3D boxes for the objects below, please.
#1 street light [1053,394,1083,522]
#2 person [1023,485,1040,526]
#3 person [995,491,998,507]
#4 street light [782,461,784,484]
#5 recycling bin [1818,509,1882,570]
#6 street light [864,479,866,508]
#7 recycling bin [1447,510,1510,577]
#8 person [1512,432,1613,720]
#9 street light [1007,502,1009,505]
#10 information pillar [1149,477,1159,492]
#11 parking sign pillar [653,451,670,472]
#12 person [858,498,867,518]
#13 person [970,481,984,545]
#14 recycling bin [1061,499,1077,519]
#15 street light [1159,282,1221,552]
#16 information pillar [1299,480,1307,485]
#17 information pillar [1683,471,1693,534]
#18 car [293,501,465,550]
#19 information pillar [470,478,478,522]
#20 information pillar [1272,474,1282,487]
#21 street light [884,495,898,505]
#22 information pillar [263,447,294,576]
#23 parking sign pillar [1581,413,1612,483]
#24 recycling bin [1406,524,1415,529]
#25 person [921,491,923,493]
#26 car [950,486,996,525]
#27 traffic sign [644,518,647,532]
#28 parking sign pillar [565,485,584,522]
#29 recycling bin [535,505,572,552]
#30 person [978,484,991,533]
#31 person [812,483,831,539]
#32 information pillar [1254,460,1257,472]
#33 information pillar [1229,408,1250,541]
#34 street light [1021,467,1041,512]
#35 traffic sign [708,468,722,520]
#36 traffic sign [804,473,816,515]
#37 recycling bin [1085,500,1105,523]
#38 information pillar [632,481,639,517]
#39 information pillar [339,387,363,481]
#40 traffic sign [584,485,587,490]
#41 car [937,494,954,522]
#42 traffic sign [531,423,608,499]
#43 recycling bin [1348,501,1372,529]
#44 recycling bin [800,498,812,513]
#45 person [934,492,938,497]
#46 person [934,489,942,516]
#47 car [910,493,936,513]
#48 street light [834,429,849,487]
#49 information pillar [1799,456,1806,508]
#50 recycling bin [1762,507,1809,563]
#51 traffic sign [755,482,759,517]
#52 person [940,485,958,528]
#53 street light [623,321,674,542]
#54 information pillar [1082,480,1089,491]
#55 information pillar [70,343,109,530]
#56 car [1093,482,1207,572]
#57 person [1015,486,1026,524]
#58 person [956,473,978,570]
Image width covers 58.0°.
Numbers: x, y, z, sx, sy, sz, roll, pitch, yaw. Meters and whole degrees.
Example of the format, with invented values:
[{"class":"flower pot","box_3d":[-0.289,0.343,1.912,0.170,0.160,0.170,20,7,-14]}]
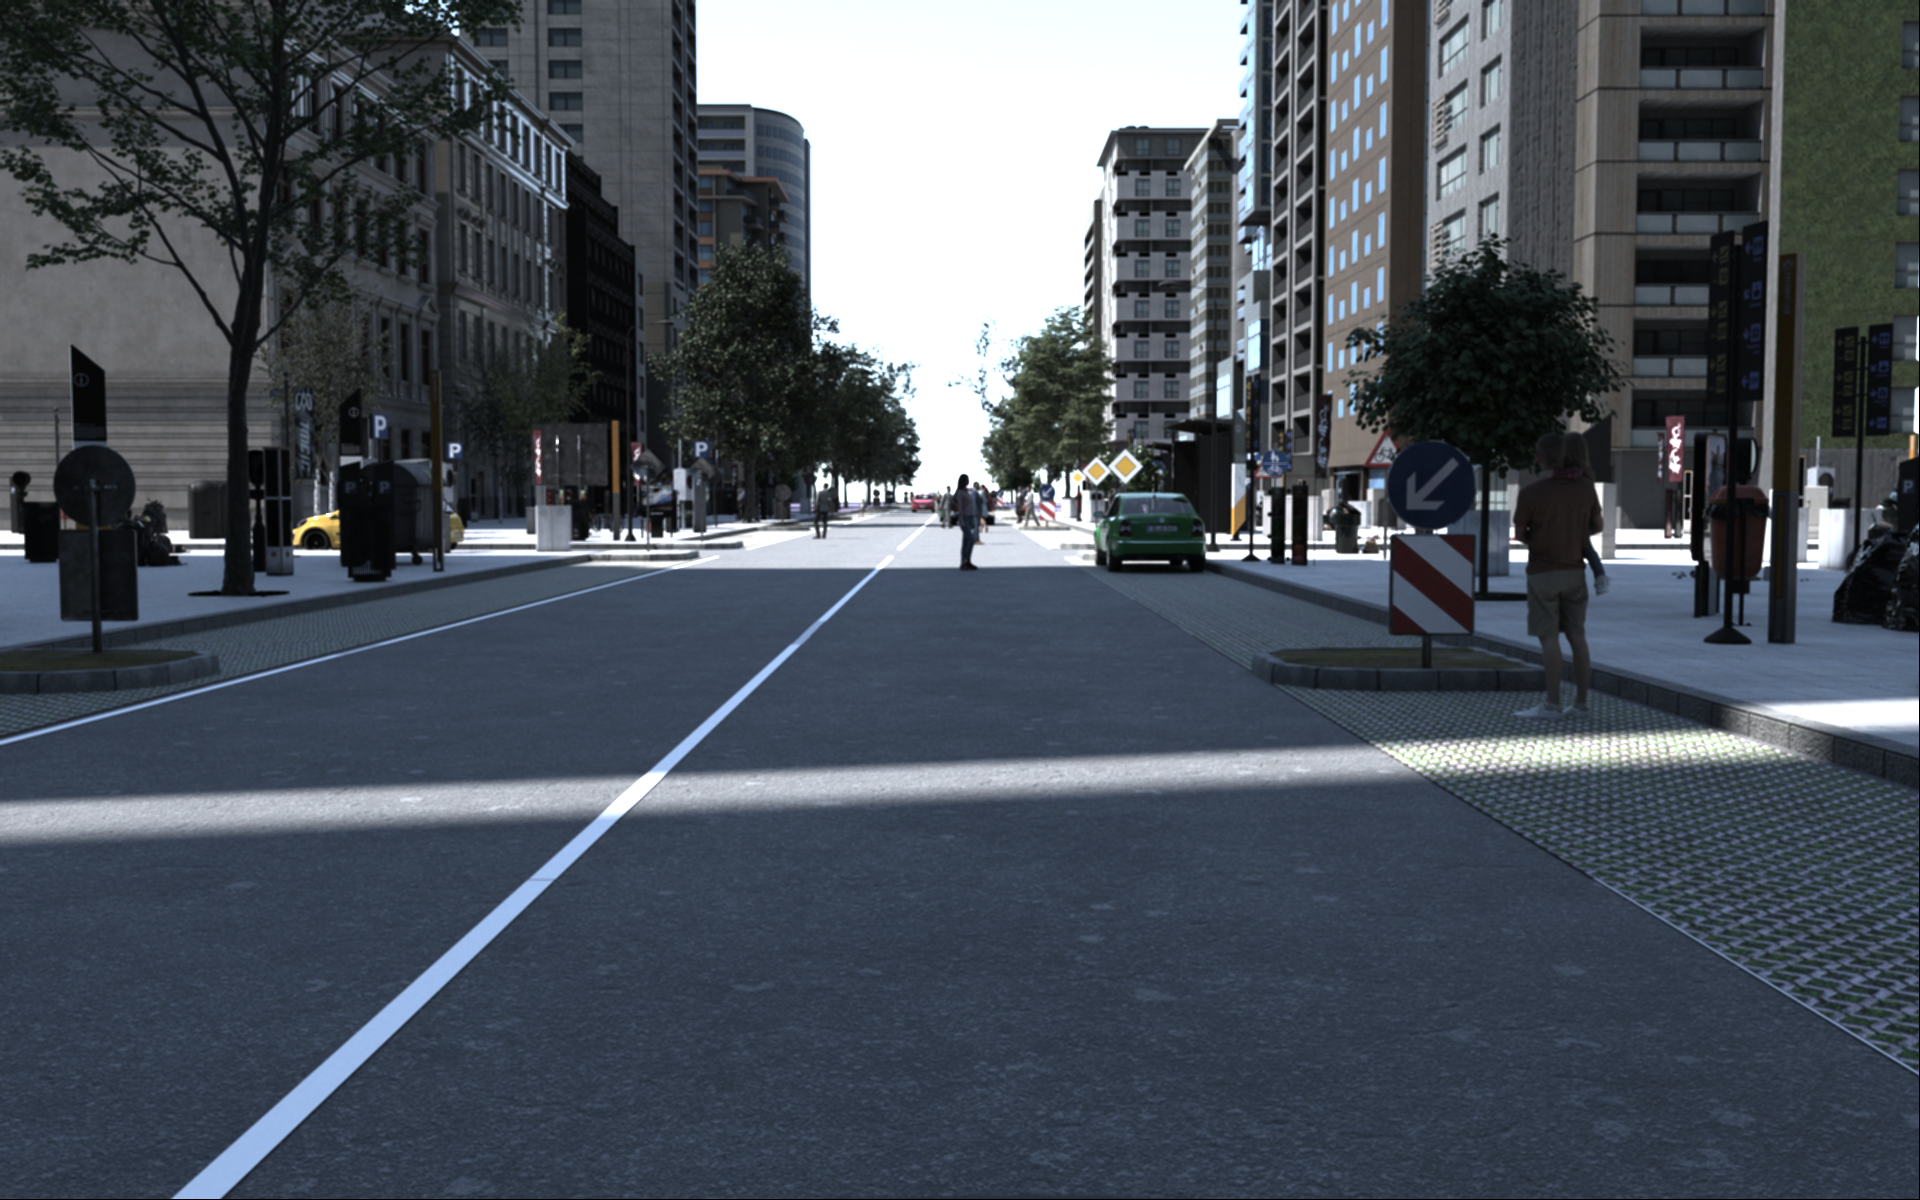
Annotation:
[{"class":"street light","box_3d":[4.988,-6.588,80.253,1.470,5.913,1.316,0,3,0]},{"class":"person","box_3d":[2.944,-3.864,71.953,0.850,1.792,0.678,-1,4,-9]},{"class":"person","box_3d":[3.698,-10.425,179.626,1.217,1.739,0.721,-2,4,-24]},{"class":"street light","box_3d":[-8.331,-6.991,86.840,1.470,5.913,1.316,0,3,0]},{"class":"recycling bin","box_3d":[15.210,-1.043,29.603,0.722,1.027,0.722,0,4,-5]},{"class":"street light","box_3d":[-8.381,-11.634,162.751,1.470,5.913,1.316,0,3,0]},{"class":"recycling bin","box_3d":[8.161,-0.900,27.277,0.722,1.027,0.722,-3,5,-39]},{"class":"person","box_3d":[3.840,-0.156,11.031,0.573,1.828,0.580,2,4,31]},{"class":"street light","box_3d":[5.050,-11.306,157.391,1.470,5.913,1.316,0,3,0]},{"class":"information pillar","box_3d":[6.602,-3.354,59.332,0.304,2.012,0.304,-3,5,-44]},{"class":"parking sign pillar","box_3d":[-18.673,-7.345,108.566,1.447,3.967,1.447,2,4,29]},{"class":"person","box_3d":[-5.800,-5.497,103.397,0.505,1.210,0.382,-2,4,-26]},{"class":"person","box_3d":[0.463,-2.494,49.453,0.419,1.800,0.721,0,4,-5]},{"class":"recycling bin","box_3d":[5.817,-4.802,91.068,0.722,1.027,0.722,-3,5,-40]},{"class":"street light","box_3d":[5.041,-4.005,38.023,1.470,5.913,1.316,0,3,0]},{"class":"information pillar","box_3d":[17.884,-5.259,90.475,0.304,2.012,0.304,-1,4,-22]},{"class":"information pillar","box_3d":[23.324,-3.106,55.276,0.304,2.012,0.304,-2,4,-27]},{"class":"car","box_3d":[-14.047,-1.929,41.771,3.980,1.641,2.015,0,4,2]},{"class":"information pillar","box_3d":[-22.262,-4.580,79.372,0.304,2.012,0.304,-1,4,-9]},{"class":"information pillar","box_3d":[15.516,-5.705,84.625,0.504,3.616,0.183,-1,4,-10]},{"class":"street light","box_3d":[-8.370,-14.263,205.747,1.470,5.913,1.316,0,3,0]},{"class":"information pillar","box_3d":[-10.719,-1.391,27.241,0.304,2.012,0.304,1,4,15]},{"class":"parking sign pillar","box_3d":[20.989,-4.237,57.748,1.447,3.967,1.447,-1,4,-12]},{"class":"recycling bin","box_3d":[16.577,-3.153,64.109,0.722,1.027,0.722,2,4,23]},{"class":"person","box_3d":[-5.455,-14.620,247.552,0.705,1.822,1.348,-1,4,-9]},{"class":"car","box_3d":[0.551,-4.425,81.023,2.281,1.827,5.304,0,4,-1]},{"class":"traffic sign","box_3d":[-10.683,-3.587,58.748,0.768,2.556,0.104,0,4,2]},{"class":"parking sign pillar","box_3d":[-17.514,-5.521,78.747,1.447,3.967,1.447,1,4,12]},{"class":"recycling bin","box_3d":[-9.062,-1.596,38.655,0.722,1.027,0.722,0,4,-7]},{"class":"person","box_3d":[0.902,-3.408,64.308,0.616,1.811,0.778,-2,4,-28]},{"class":"person","box_3d":[-4.451,-2.874,55.671,0.592,1.802,0.473,-1,4,-21]},{"class":"information pillar","box_3d":[13.064,-5.275,77.593,0.504,3.616,0.183,2,4,25]},{"class":"information pillar","box_3d":[7.582,-3.411,47.130,0.504,3.616,0.183,-3,4,-38]},{"class":"street light","box_3d":[5.042,-9.073,120.890,1.470,5.913,1.316,0,3,0]},{"class":"traffic sign","box_3d":[-12.007,-5.161,84.483,0.768,2.556,0.104,0,4,8]},{"class":"traffic sign","box_3d":[-9.014,-6.357,104.042,0.768,2.556,0.104,0,4,4]},{"class":"recycling bin","box_3d":[5.961,-3.906,76.412,0.722,1.027,0.722,-1,4,-14]},{"class":"information pillar","box_3d":[-18.144,-5.648,96.838,0.304,2.012,0.304,0,4,-2]},{"class":"information pillar","box_3d":[-13.304,-2.848,37.927,0.504,3.616,0.183,0,4,2]},{"class":"traffic sign","box_3d":[-11.910,-3.362,55.072,0.768,2.556,0.104,0,4,6]},{"class":"car","box_3d":[-0.147,-4.813,90.489,2.131,1.459,4.920,0,4,-1]},{"class":"traffic sign","box_3d":[-11.268,-3.428,49.920,2.265,3.308,0.079,0,4,6]},{"class":"recycling bin","box_3d":[14.576,-3.094,63.140,0.722,1.027,0.722,2,4,26]},{"class":"recycling bin","box_3d":[-10.216,-6.249,114.730,0.722,1.027,0.722,0,4,-1]},{"class":"person","box_3d":[-2.967,-13.558,230.997,1.217,1.723,0.721,0,4,-6]},{"class":"person","box_3d":[-1.387,-6.298,112.018,0.519,1.759,0.362,0,4,-7]},{"class":"car","box_3d":[-2.812,-7.744,135.657,2.155,1.783,4.494,0,4,2]},{"class":"street light","box_3d":[-8.331,-9.168,122.445,1.470,5.913,1.316,0,3,0]},{"class":"information pillar","box_3d":[16.068,-1.769,33.416,0.304,2.012,0.304,0,4,-6]},{"class":"recycling bin","box_3d":[15.372,-1.218,32.463,0.722,1.027,0.722,0,4,-4]},{"class":"traffic sign","box_3d":[-11.069,-5.804,94.896,0.884,2.594,0.081,0,4,7]},{"class":"person","box_3d":[-0.518,-3.896,72.472,0.850,1.792,0.678,3,5,40]},{"class":"street light","box_3d":[-8.350,-4.526,46.534,1.470,5.913,1.316,0,3,0]},{"class":"information pillar","box_3d":[6.544,-5.252,90.357,0.304,2.012,0.304,2,4,25]},{"class":"information pillar","box_3d":[-13.633,-2.188,27.124,0.504,3.616,0.183,-2,4,-30]},{"class":"car","box_3d":[3.585,-1.490,33.156,1.959,1.807,4.718,0,4,-1]},{"class":"person","box_3d":[2.922,-4.604,83.743,0.622,1.834,0.822,2,4,35]},{"class":"person","box_3d":[0.113,-1.472,32.571,0.388,1.821,0.555,1,4,11]}]
